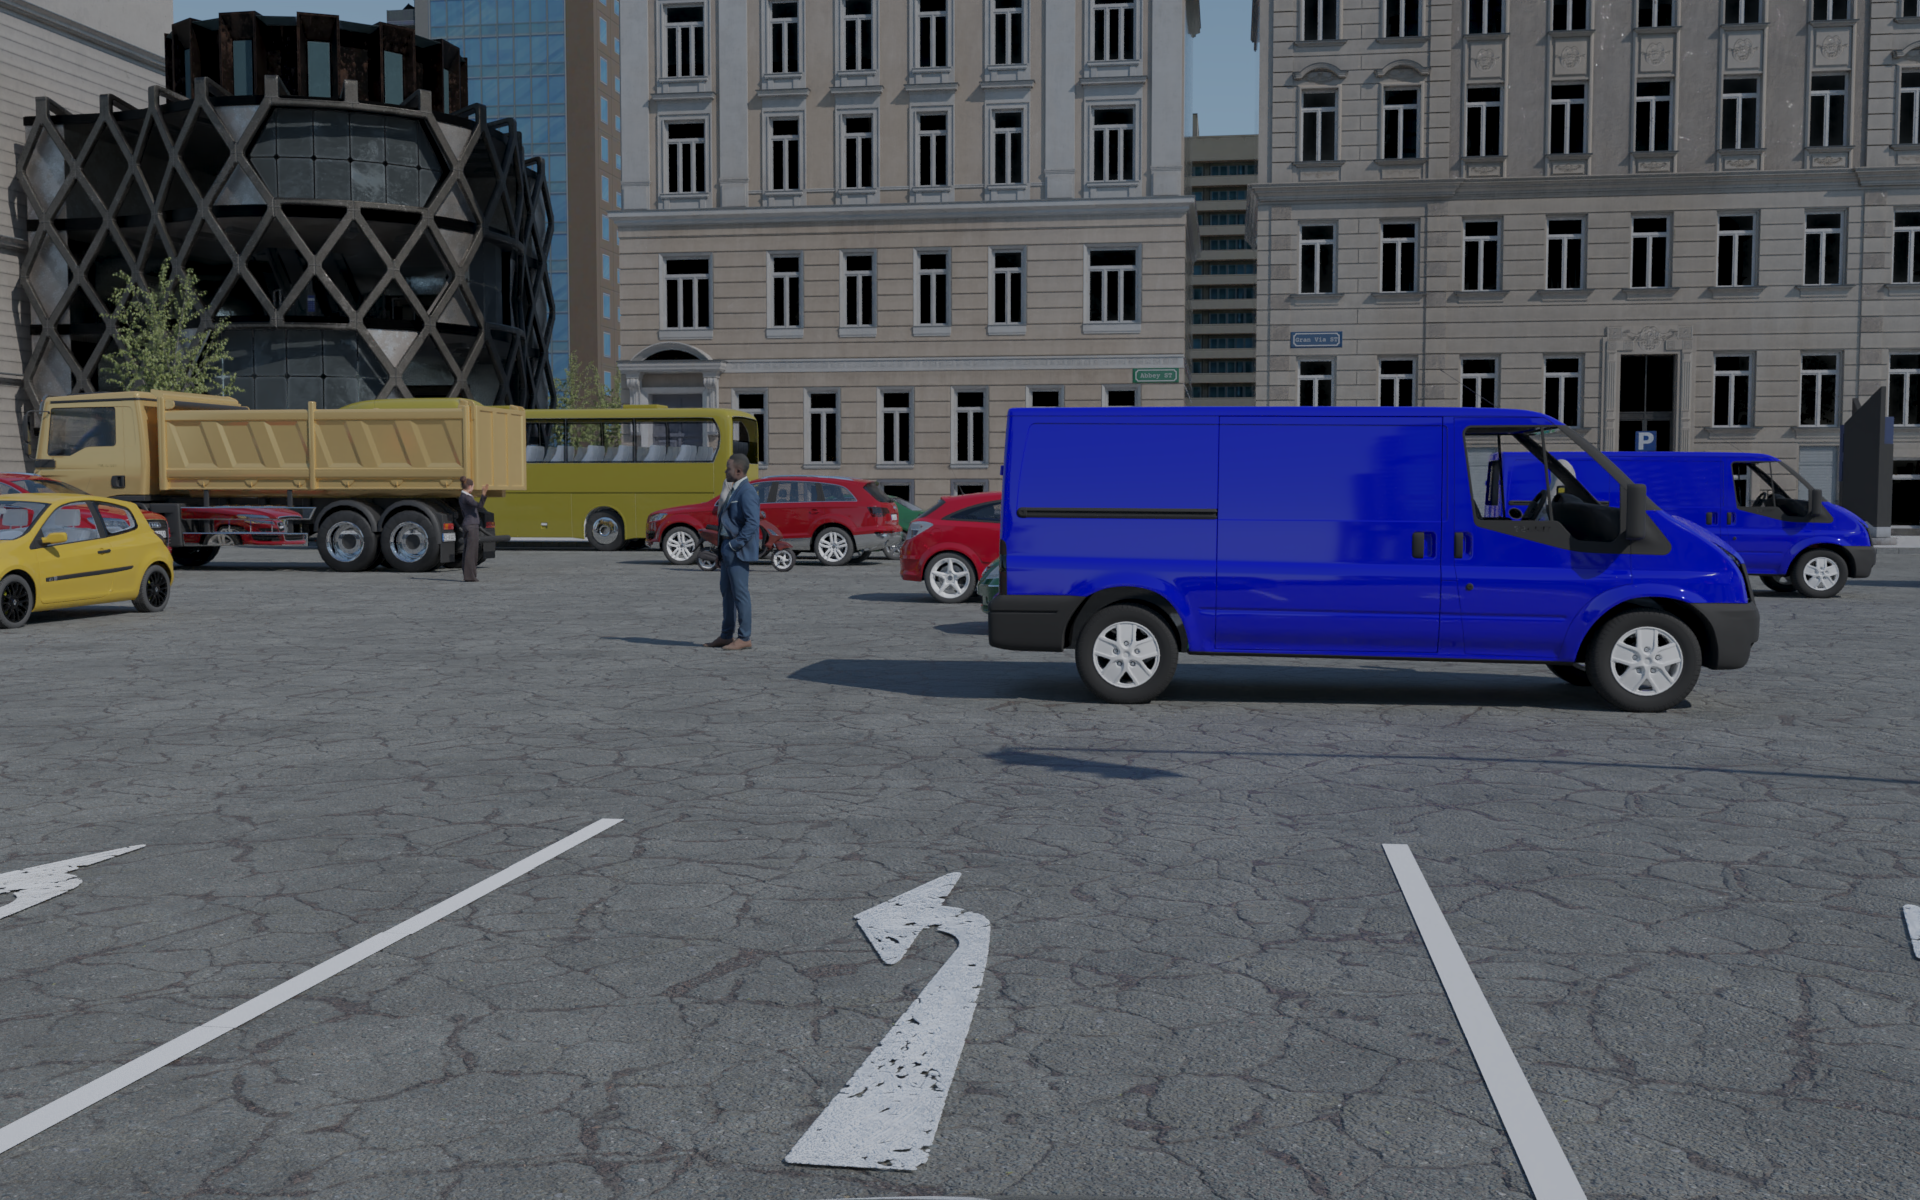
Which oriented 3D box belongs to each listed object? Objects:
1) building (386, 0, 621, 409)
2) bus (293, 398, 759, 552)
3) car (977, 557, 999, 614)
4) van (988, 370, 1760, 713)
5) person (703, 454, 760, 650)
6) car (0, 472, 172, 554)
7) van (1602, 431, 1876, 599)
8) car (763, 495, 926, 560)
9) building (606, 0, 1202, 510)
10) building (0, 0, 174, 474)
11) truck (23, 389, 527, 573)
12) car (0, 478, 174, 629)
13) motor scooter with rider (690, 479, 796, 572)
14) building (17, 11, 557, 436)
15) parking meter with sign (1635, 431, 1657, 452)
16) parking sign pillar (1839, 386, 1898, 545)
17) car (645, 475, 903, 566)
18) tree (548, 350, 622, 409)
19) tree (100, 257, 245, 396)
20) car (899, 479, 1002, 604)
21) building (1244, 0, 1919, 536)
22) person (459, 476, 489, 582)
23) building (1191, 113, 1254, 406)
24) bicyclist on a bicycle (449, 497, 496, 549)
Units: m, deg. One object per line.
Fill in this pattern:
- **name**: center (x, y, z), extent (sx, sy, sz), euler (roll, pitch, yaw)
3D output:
- **building**: center (-28.921, -28.628, 118.178), extent (14.600, 45.320, 14.200), euler (1, 4, 9)
- **bus**: center (-11.435, -3.249, 44.676), extent (12.252, 3.916, 2.896), euler (1, 4, 9)
- **car**: center (2.619, -0.367, 17.800), extent (4.920, 1.459, 2.131), euler (1, 4, 9)
- **van**: center (2.869, -0.490, 12.398), extent (5.245, 2.365, 2.240), euler (0, 4, 8)
- **person**: center (-2.063, -0.447, 15.995), extent (0.419, 1.800, 0.721), euler (-2, 4, -30)
- **car**: center (-16.370, -1.308, 30.058), extent (5.304, 1.827, 2.281), euler (0, 4, 8)
- **van**: center (10.233, -1.254, 24.881), extent (5.245, 2.365, 2.240), euler (1, 4, 10)
- **car**: center (-2.585, -1.636, 38.541), extent (4.920, 1.459, 2.131), euler (1, 4, 9)
- **building**: center (-1.241, -16.996, 63.796), extent (20.117, 28.700, 13.634), euler (1, 4, 9)
- **building**: center (-45.715, -17.304, 70.312), extent (23.554, 28.519, 14.401), euler (1, 4, 9)
- **truck**: center (-13.391, -2.276, 33.133), extent (9.791, 3.379, 3.469), euler (1, 4, 8)
- **car**: center (-10.734, -0.580, 19.709), extent (2.015, 1.641, 3.980), euler (0, 4, 7)
- **motor scooter with rider**: center (-4.017, -1.407, 31.976), extent (1.986, 1.779, 0.876), euler (0, 4, 7)
- **building**: center (-25.501, -12.343, 69.254), extent (16.811, 18.784, 16.820), euler (1, 4, 9)
- **parking meter with sign**: center (18.577, -3.125, 47.362), extent (0.543, 3.016, 1.738), euler (2, 4, 31)
- **parking sign pillar**: center (23.050, -3.395, 43.982), extent (1.447, 3.967, 1.447), euler (-1, 4, -11)
- **car**: center (-3.831, -1.640, 35.486), extent (5.304, 1.827, 2.281), euler (1, 4, 9)
- **tree**: center (-20.333, -8.481, 89.035), extent (4.737, 8.622, 4.395), euler (0, 3, 0)
- **tree**: center (-25.130, -6.385, 54.761), extent (4.737, 8.622, 4.395), euler (0, 3, 0)
- **car**: center (1.440, -0.865, 23.187), extent (4.494, 1.783, 2.155), euler (1, 4, 10)
- **building**: center (22.327, -16.008, 58.997), extent (25.104, 27.353, 12.463), euler (1, 4, 9)
- **person**: center (-7.889, -1.160, 28.275), extent (0.742, 1.727, 0.445), euler (2, 4, 25)
- **building**: center (28.670, -36.712, 223.949), extent (21.600, 48.544, 21.300), euler (1, 4, 9)
- **bicyclist on a bicycle**: center (-10.999, -1.721, 38.156), extent (1.625, 1.676, 1.499), euler (0, 4, 7)
